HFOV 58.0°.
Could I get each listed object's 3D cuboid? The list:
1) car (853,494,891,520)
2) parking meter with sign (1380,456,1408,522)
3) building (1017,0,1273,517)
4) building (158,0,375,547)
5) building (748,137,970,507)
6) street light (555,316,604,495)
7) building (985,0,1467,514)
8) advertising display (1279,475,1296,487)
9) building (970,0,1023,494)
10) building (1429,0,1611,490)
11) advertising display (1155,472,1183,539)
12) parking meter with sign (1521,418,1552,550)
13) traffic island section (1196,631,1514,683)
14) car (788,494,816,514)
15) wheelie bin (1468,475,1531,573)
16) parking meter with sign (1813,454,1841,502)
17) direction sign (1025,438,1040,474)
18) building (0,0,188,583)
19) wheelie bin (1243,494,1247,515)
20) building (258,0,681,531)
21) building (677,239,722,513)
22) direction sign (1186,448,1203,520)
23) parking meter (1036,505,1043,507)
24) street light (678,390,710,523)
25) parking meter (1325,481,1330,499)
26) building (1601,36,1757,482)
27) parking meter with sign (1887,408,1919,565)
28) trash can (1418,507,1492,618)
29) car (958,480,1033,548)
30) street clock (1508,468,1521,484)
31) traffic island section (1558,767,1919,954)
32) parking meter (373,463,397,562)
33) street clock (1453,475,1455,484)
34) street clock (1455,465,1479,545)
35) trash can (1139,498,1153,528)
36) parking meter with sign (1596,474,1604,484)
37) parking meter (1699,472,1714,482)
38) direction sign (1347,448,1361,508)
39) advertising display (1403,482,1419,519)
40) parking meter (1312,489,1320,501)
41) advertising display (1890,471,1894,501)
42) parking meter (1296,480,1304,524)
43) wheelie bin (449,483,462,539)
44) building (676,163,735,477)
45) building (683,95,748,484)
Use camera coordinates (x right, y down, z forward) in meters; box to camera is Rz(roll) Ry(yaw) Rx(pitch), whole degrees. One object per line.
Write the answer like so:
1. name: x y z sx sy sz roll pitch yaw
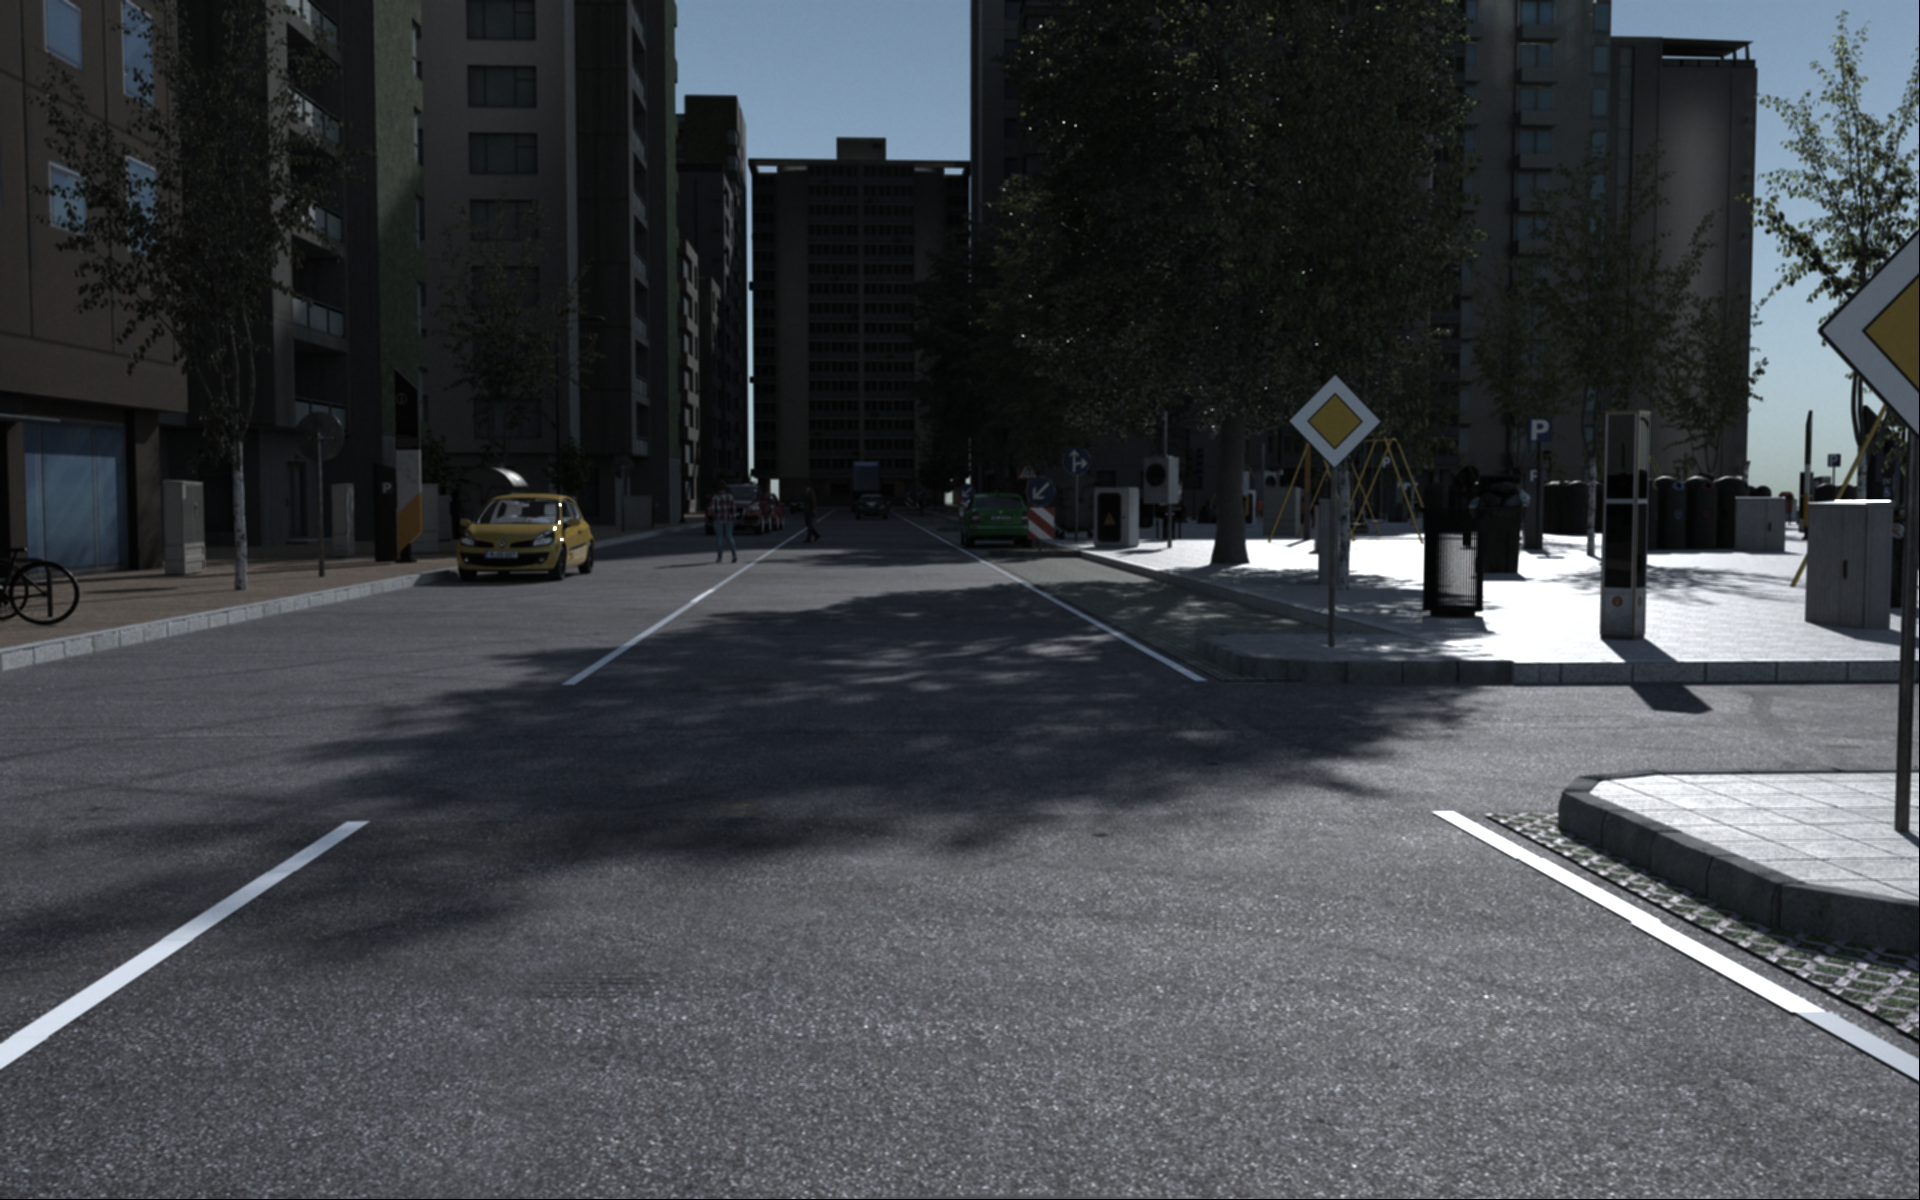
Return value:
1. car: -5.016 -5.313 98.658 2.131 1.459 4.920 0 4 -2
2. parking meter with sign: 19.858 -5.061 79.000 0.543 3.016 1.738 -1 4 -19
3. building: 10.226 -20.305 103.685 14.160 30.474 14.107 0 4 -3
4. building: -22.576 -22.029 43.770 14.154 41.232 14.086 0 4 -3
5. building: -10.900 -30.553 191.422 23.993 40.220 32.217 0 4 -3
6. street light: -9.992 -4.455 45.386 1.470 5.913 1.316 0 4 -3
7. building: 18.243 -26.377 123.142 32.217 40.220 23.993 0 4 -3
8. advertising display: 10.946 -3.221 57.870 0.123 1.923 0.974 -1 4 -17
9. building: 11.368 -37.082 148.281 21.231 58.520 28.212 0 4 -3
10. building: 40.391 -32.618 152.916 30.456 49.044 23.786 0 4 -3
11. advertising display: 5.965 -2.704 49.432 0.974 1.923 0.123 -2 4 -35
12. parking meter with sign: 13.467 -2.713 40.625 0.543 3.016 1.738 1 4 12
13. traffic island section: 3.145 0.470 14.589 2.009 0.180 2.903 0 4 -3
14. car: -11.551 -7.154 126.752 2.009 1.686 4.222 0 4 -5
15. wheelie bin: 8.851 -1.251 28.356 0.980 1.594 0.693 0 4 4
16. parking meter with sign: 37.433 -4.833 75.274 1.738 3.016 0.543 -2 4 -28
17. direction sign: 2.885 -4.707 68.953 0.379 3.537 0.876 -3 5 -40
18. building: -20.002 -22.724 21.656 14.600 45.320 14.200 0 4 -3
19. wheelie bin: 8.756 -2.883 55.038 0.693 1.594 0.980 1 4 11
20. building: -19.602 -23.780 72.396 14.154 41.232 14.086 0 4 -3
21. building: -33.150 -17.497 131.116 27.650 21.520 28.899 0 4 -3
22. direction sign: 11.639 -5.751 86.027 0.876 3.537 0.379 1 4 19
23. parking meter: 3.396 -4.046 74.570 0.372 1.533 0.369 0 3 0
24. street light: -11.839 -6.399 77.158 1.470 5.913 1.316 0 4 -3
25. parking meter: 16.869 -4.484 79.025 0.399 1.863 0.255 -2 4 -33
26. building: 62.563 -29.084 159.116 14.086 41.232 14.154 0 4 -3
27. parking meter with sign: 17.176 -2.139 31.241 0.543 3.016 1.738 3 5 40
28. trash can: 5.181 -0.399 18.180 0.748 1.137 0.748 0 3 0
29. car: 0.952 -2.335 46.975 1.959 1.807 4.718 0 4 -3
30. street clock: 15.216 -2.631 47.592 0.358 2.002 0.471 0 4 -1
31. traffic island section: 3.610 0.958 6.617 2.009 0.180 2.903 0 4 -3
32. parking meter: -10.927 -1.667 32.966 0.399 1.863 0.255 -3 4 -36
33. street clock: 16.851 -3.290 58.357 0.471 2.002 0.358 0 4 4
34. street clock: 12.829 -2.395 43.728 0.471 2.002 0.358 0 4 8
35. trash can: 7.049 -3.320 65.930 0.748 1.137 0.748 0 3 0
36. parking meter with sign: 24.251 -4.206 65.031 0.543 3.016 1.738 -2 4 -35
37. parking meter: 19.688 -2.445 45.694 0.399 1.863 0.255 2 4 29
38. direction sign: 13.775 -4.221 61.016 0.379 3.537 0.876 -2 4 -32
39. advertising display: 23.255 -5.164 89.651 0.974 1.923 0.123 0 4 -7
40. parking meter: 17.881 -4.811 87.065 0.372 1.533 0.369 0 3 0
41. advertising display: 26.534 -2.639 48.369 0.974 1.923 0.123 1 4 18
42. parking meter: 14.478 -4.148 73.524 0.399 1.863 0.255 -1 4 -14
43. wheelie bin: -14.046 -2.520 49.116 0.980 1.594 0.693 2 4 34
44. building: -27.239 -23.362 153.675 14.107 30.474 14.160 0 4 -3
45. building: -29.553 -30.419 180.947 14.086 41.232 14.154 0 4 -3
